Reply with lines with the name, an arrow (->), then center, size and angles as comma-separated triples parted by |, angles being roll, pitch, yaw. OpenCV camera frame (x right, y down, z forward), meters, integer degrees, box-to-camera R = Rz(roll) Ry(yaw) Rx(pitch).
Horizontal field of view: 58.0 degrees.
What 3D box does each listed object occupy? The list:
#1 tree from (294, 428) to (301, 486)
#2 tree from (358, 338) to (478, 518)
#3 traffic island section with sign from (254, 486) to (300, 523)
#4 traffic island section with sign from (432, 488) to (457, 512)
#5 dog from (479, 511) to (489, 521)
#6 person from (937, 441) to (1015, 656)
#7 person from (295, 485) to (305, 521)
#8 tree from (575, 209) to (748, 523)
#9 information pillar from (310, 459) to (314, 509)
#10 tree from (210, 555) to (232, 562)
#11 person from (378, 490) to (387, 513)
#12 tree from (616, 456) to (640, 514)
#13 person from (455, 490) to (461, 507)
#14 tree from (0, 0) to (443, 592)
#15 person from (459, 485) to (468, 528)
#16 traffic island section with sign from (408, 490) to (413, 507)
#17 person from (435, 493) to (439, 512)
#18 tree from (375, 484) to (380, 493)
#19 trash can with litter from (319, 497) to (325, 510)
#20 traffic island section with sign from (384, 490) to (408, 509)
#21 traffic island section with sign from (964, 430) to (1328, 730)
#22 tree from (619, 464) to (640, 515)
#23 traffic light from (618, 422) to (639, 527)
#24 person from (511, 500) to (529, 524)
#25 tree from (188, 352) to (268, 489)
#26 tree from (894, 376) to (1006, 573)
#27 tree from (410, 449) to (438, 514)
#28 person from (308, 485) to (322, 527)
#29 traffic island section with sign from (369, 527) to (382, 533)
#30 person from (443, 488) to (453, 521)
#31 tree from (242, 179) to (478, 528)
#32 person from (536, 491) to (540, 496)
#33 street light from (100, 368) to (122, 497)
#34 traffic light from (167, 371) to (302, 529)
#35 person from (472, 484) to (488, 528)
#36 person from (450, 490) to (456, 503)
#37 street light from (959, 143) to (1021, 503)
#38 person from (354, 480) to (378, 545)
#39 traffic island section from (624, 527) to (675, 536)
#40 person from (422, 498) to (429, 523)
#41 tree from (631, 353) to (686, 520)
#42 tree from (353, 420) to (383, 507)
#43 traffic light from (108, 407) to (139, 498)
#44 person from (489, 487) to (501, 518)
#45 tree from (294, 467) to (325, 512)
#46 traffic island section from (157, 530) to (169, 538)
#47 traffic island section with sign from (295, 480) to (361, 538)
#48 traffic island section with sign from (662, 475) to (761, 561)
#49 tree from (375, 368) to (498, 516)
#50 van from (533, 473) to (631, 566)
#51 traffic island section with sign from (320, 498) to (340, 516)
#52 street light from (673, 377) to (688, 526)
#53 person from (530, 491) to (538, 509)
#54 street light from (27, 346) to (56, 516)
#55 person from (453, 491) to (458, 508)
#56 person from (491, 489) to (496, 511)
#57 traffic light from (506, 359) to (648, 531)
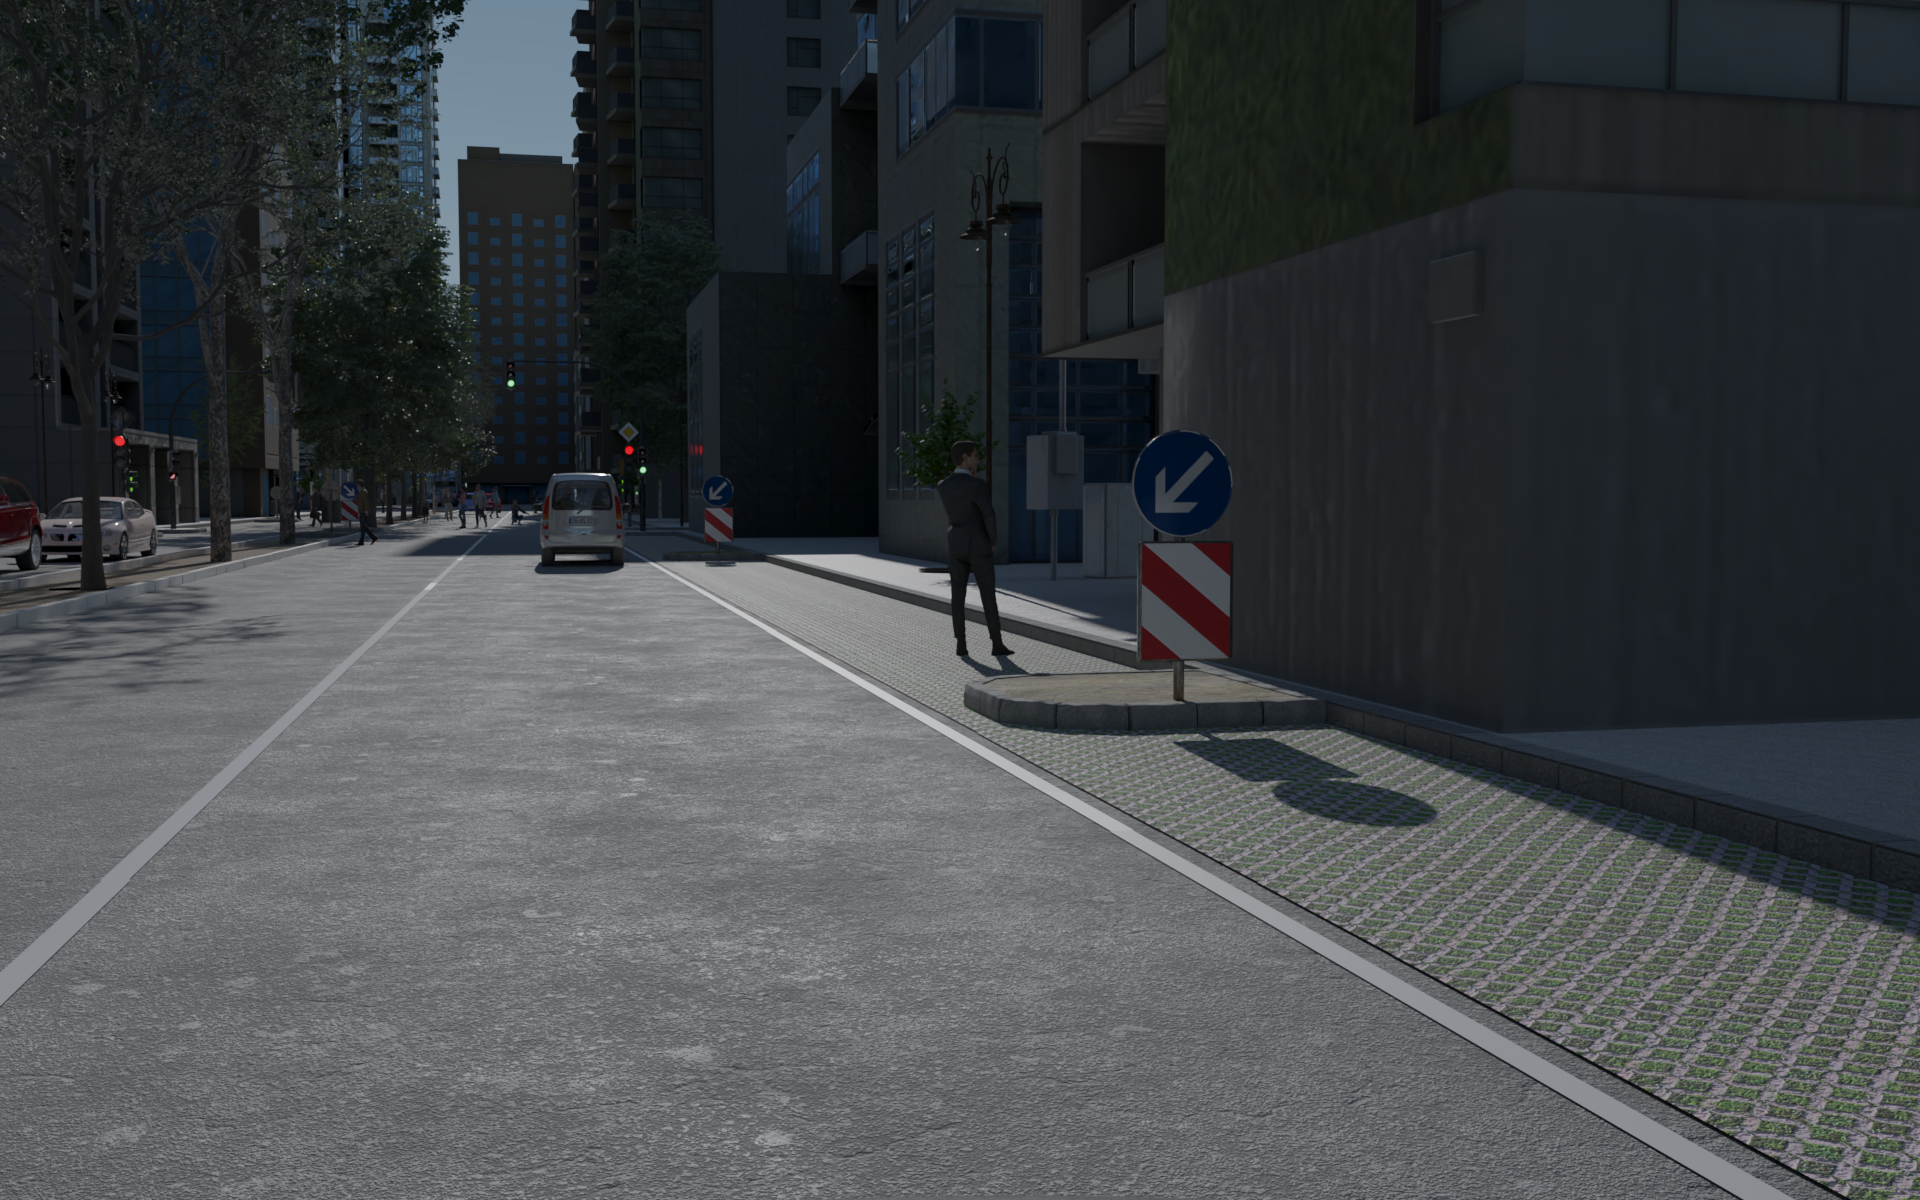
tree -> -44.233, -9.864, 111.634 | 4.737, 8.622, 4.395 | 0, 3, 0
tree -> -32.500, -10.705, 103.232 | 9.928, 11.665, 9.643 | 0, 3, 0
traffic island section with sign -> -34.597, -4.840, 87.766 | 1.989, 1.847, 2.006 | -1, 4, -14
traffic island section with sign -> -40.920, -7.930, 137.790 | 2.006, 1.907, 1.989 | -1, 4, -14
dog -> -25.824, -4.555, 93.768 | 0.406, 0.507, 0.540 | 1, 4, 10
person -> 0.121, -0.460, 15.381 | 0.648, 1.900, 0.474 | 2, 4, 30
person -> -35.224, -5.175, 92.472 | 0.474, 1.900, 0.648 | -1, 4, -9
tree -> -12.204, -10.453, 77.566 | 9.857, 13.997, 8.962 | 0, 3, 0
information pillar -> -43.625, -7.660, 116.602 | 0.183, 3.616, 0.504 | 0, 4, -2
tree -> -17.049, -10.905, 36.646 | 12.611, 20.169, 13.585 | 0, 3, 0
person -> -43.249, -7.385, 129.637 | 0.661, 1.777, 0.834 | 0, 4, 4
tree -> -20.501, -7.813, 111.449 | 4.285, 4.588, 4.351 | 0, 3, 0
person -> -42.496, -8.410, 146.682 | 0.721, 1.739, 1.217 | -2, 4, -35
tree -> -12.785, -6.869, 25.142 | 12.009, 13.543, 11.850 | 0, 3, 0
person -> -20.754, -3.902, 72.315 | 0.388, 1.821, 0.555 | -1, 4, -21
traffic island section with sign -> -59.677, -11.014, 188.704 | 1.989, 1.847, 2.006 | -1, 4, -14
person -> -40.553, -7.517, 133.991 | 0.523, 1.515, 0.503 | -1, 4, -13
tree -> -60.746, -11.266, 178.805 | 1.663, 3.219, 1.824 | 0, 3, 0
trash can with litter -> -49.673, -7.529, 134.490 | 1.055, 1.170, 0.624 | -2, 4, -26
traffic island section with sign -> -53.166, -9.414, 162.544 | 1.989, 1.847, 2.006 | -1, 4, -14
traffic island section with sign -> 1.092, -0.171, 11.422 | 1.989, 1.847, 2.006 | -1, 4, -14
tree -> -20.157, -6.921, 107.753 | 1.663, 3.219, 1.824 | 0, 3, 0
traffic light -> -12.922, -4.809, 67.540 | 0.839, 4.253, 0.868 | -1, 4, -14
person -> -20.993, -4.185, 82.424 | 1.012, 1.151, 0.738 | -3, 5, -39
tree -> -38.383, -8.570, 90.486 | 4.737, 8.622, 4.395 | 0, 3, 0
tree -> -0.215, -2.077, 28.567 | 1.663, 3.219, 1.824 | 0, 3, 0
tree -> -36.918, -10.305, 121.311 | 4.360, 8.622, 3.978 | 0, 3, 0
person -> -28.225, -4.125, 75.910 | 0.622, 1.834, 0.822 | 3, 5, 40
traffic island section with sign -> -22.792, -3.470, 64.863 | 2.006, 1.907, 1.989 | -1, 4, -14
person -> -27.198, -5.078, 92.069 | 0.519, 1.759, 0.362 | -3, 4, -36
tree -> -23.984, -9.831, 69.850 | 9.857, 13.997, 8.962 | 0, 3, 0
person -> -51.979, -12.486, 212.660 | 1.348, 1.822, 0.705 | -2, 4, -24
street light -> -30.982, -5.536, 63.306 | 0.468, 5.910, 1.993 | -1, 4, -14
traffic light -> -26.886, -5.470, 64.105 | 4.771, 5.953, 1.251 | -1, 4, -14
person -> -20.510, -4.015, 73.995 | 0.661, 1.843, 0.795 | 0, 4, 7
person -> -50.154, -9.908, 170.505 | 1.348, 1.823, 0.705 | 2, 4, 33
street light -> 0.390, -3.088, 23.271 | 0.468, 5.910, 1.993 | -1, 4, -14
person -> -16.743, -2.463, 48.673 | 0.656, 1.842, 0.836 | 2, 4, 33
traffic island section -> -10.955, -2.302, 59.914 | 2.009, 0.180, 2.903 | -1, 4, -14
person -> -26.207, -4.387, 84.901 | 0.362, 1.253, 0.373 | 0, 4, 4
tree -> -14.786, -8.323, 86.447 | 4.737, 8.622, 4.395 | 0, 3, 0
tree -> -58.543, -15.546, 172.297 | 7.486, 12.596, 7.792 | 0, 3, 0
traffic light -> -26.970, -4.092, 55.820 | 0.839, 4.253, 0.868 | -1, 4, -14
person -> -27.725, -5.800, 103.195 | 0.748, 1.841, 0.638 | -2, 4, -25
tree -> -46.218, -7.855, 123.031 | 1.663, 3.219, 1.824 | 0, 3, 0
traffic island section -> -27.011, -2.059, 55.944 | 2.009, 0.180, 2.903 | -1, 4, -14
traffic island section with sign -> -21.015, -3.030, 57.671 | 2.006, 1.907, 1.989 | -1, 4, -14
traffic island section with sign -> -5.461, -1.782, 37.770 | 1.989, 1.847, 2.006 | -1, 4, -14
tree -> -35.089, -11.819, 112.708 | 9.611, 12.733, 9.660 | 0, 3, 0
van -> -7.846, -1.772, 35.989 | 2.013, 2.044, 4.112 | -1, 4, -12
traffic island section with sign -> -41.155, -6.456, 114.176 | 1.989, 1.847, 2.006 | -1, 4, -14
street light -> -11.032, -5.857, 68.549 | 0.468, 5.910, 1.993 | -1, 4, -14
person -> -40.050, -9.434, 163.306 | 0.990, 1.755, 0.434 | -1, 4, -16
street light -> -28.741, -4.989, 54.355 | 0.468, 5.910, 1.993 | -1, 4, -14
person -> -53.708, -10.720, 184.478 | 1.217, 1.736, 0.721 | 1, 4, 17
person -> -38.465, -8.212, 142.852 | 1.350, 1.814, 0.705 | 2, 4, 35
traffic light -> -13.006, -5.167, 59.149 | 4.771, 5.953, 1.251 | -1, 4, -14
